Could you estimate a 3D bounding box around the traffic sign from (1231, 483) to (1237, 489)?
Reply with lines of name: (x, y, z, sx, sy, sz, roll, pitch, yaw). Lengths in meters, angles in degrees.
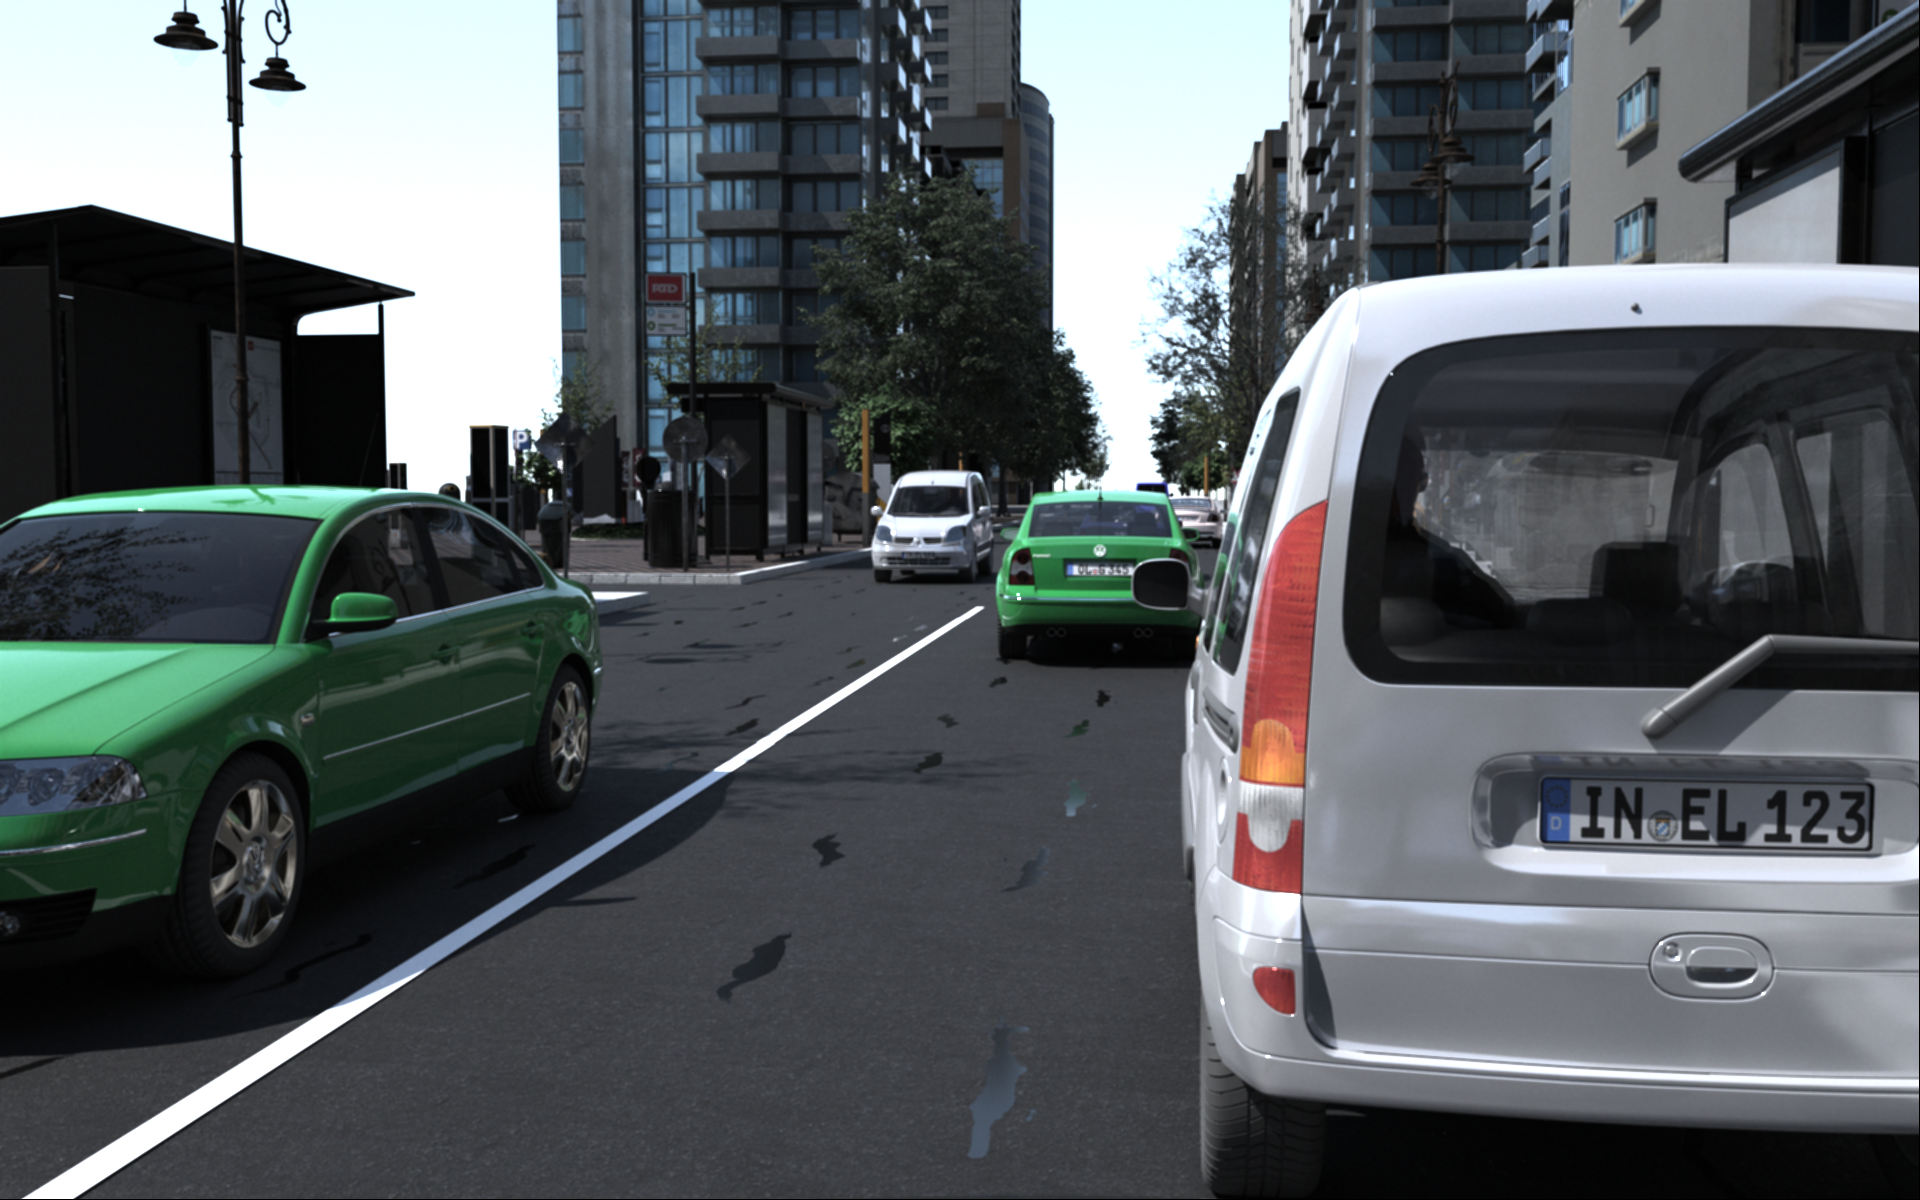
traffic sign: (15.451, -5.934, 97.127, 0.768, 2.556, 0.104, 0, 4, 7)

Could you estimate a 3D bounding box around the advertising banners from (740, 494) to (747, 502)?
advertising banners: (-10.010, -5.330, 83.332, 0.090, 3.025, 2.074, -3, 4, -39)

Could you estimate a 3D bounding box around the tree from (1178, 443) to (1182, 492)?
tree: (23.569, -13.152, 165.396, 4.360, 8.622, 3.978, 0, 3, 0)

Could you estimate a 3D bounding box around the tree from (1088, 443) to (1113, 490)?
tree: (14.612, -15.212, 199.072, 4.737, 8.622, 4.395, 0, 3, 0)

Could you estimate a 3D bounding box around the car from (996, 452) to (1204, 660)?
car: (1.328, -0.467, 16.427, 1.959, 1.807, 4.718, 0, 4, 5)

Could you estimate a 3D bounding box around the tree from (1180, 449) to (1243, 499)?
tree: (16.631, -7.884, 112.612, 4.285, 4.588, 4.351, 0, 3, 0)

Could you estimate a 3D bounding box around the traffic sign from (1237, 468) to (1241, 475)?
traffic sign: (14.026, -5.300, 86.660, 0.884, 2.594, 0.081, 1, 4, 14)

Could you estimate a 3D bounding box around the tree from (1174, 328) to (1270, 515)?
tree: (11.522, -7.641, 75.288, 4.737, 8.622, 4.395, 0, 3, 0)

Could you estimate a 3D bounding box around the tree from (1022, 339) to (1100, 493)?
tree: (5.299, -12.401, 120.878, 7.486, 12.596, 7.792, 0, 3, 0)

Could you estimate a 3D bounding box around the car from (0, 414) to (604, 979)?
car: (-2.800, 0.134, 6.601, 1.959, 1.807, 4.718, 0, 4, 7)

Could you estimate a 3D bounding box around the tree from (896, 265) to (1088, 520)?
tree: (1.181, -10.289, 85.225, 9.611, 12.733, 9.660, 0, 3, 0)

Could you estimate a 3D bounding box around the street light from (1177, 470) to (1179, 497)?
street light: (30.378, -16.210, 237.828, 0.468, 5.910, 1.993, 0, 4, 7)

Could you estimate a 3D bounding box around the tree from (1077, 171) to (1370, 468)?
tree: (11.450, -9.515, 65.934, 12.009, 13.543, 11.850, 0, 3, 0)

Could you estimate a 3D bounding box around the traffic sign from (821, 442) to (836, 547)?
traffic sign: (-3.385, -2.555, 41.883, 0.768, 2.556, 0.104, 1, 4, 10)

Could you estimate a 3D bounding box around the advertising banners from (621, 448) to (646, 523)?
advertising banners: (-12.946, -4.265, 65.926, 2.074, 3.025, 0.090, 0, 4, 4)

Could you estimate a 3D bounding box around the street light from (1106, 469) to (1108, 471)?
street light: (21.690, -17.277, 255.270, 0.468, 5.910, 1.993, 0, 4, 7)

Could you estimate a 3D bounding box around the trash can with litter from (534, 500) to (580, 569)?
trash can with litter: (-6.999, -1.122, 29.724, 0.624, 1.170, 1.055, 1, 4, 11)

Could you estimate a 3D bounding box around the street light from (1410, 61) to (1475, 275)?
street light: (5.274, -2.832, 19.091, 0.468, 5.910, 1.993, 0, 4, 7)

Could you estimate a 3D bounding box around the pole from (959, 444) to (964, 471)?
pole: (0.072, -4.697, 70.637, 0.158, 3.312, 0.155, 0, 3, 0)

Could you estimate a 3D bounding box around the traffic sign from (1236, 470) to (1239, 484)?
traffic sign: (14.998, -5.680, 92.979, 0.768, 2.556, 0.104, 0, 4, 8)

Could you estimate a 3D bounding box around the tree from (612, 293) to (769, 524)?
tree: (-9.294, -6.866, 62.628, 4.737, 8.622, 4.395, 0, 3, 0)

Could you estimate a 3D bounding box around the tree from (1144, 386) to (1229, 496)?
tree: (26.771, -18.191, 204.081, 9.857, 13.997, 8.962, 0, 3, 0)

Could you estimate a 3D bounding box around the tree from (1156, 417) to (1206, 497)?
tree: (29.107, -18.459, 227.552, 9.928, 11.665, 9.643, 0, 3, 0)

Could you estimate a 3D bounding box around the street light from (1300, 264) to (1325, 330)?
street light: (7.122, -3.800, 34.925, 0.468, 5.910, 1.993, 0, 4, 7)

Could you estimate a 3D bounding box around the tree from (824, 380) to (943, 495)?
tree: (-2.124, -4.061, 50.113, 4.285, 4.588, 4.351, 0, 3, 0)

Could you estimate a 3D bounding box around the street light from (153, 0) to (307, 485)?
street light: (-5.975, -2.543, 14.371, 0.468, 5.910, 1.993, 0, 4, 7)

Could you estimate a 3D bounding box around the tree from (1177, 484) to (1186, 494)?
tree: (31.291, -15.173, 242.681, 1.663, 3.219, 1.824, 0, 3, 0)

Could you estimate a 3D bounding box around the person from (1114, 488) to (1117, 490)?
person: (10.397, -6.543, 115.607, 1.348, 1.807, 0.705, -1, 4, -13)

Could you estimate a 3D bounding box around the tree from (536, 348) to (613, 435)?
tree: (-19.630, -8.414, 87.929, 4.737, 8.622, 4.395, 0, 3, 0)

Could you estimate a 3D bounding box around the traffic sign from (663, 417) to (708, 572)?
traffic sign: (-4.533, -1.739, 28.536, 0.768, 2.556, 0.104, 0, 4, 8)

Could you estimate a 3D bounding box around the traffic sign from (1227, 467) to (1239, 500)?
traffic sign: (12.721, -4.941, 80.790, 0.884, 2.594, 0.081, 1, 4, 9)

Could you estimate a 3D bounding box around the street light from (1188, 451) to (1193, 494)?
street light: (21.008, -11.175, 155.497, 0.468, 5.910, 1.993, 0, 4, 7)

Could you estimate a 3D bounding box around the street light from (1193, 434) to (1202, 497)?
street light: (18.282, -9.761, 132.386, 0.468, 5.910, 1.993, 0, 4, 7)

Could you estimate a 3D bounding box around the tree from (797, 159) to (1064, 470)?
tree: (-1.003, -9.715, 65.497, 9.857, 13.997, 8.962, 0, 3, 0)

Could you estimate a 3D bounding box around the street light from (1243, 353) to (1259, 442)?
street light: (9.562, -5.153, 57.038, 0.468, 5.910, 1.993, 0, 4, 7)

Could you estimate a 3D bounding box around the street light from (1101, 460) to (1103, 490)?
street light: (19.054, -15.920, 233.074, 0.468, 5.910, 1.993, 0, 4, 7)

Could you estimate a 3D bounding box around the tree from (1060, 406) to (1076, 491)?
tree: (9.517, -15.251, 159.717, 12.009, 13.543, 11.850, 0, 3, 0)

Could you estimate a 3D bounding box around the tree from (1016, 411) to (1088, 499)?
tree: (4.710, -9.767, 110.050, 4.737, 8.622, 4.395, 0, 3, 0)

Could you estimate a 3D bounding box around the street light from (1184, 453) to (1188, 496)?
street light: (23.580, -12.561, 178.153, 0.468, 5.910, 1.993, 0, 4, 7)

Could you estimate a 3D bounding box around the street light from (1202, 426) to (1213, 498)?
street light: (15.684, -8.349, 109.299, 0.468, 5.910, 1.993, 0, 4, 7)

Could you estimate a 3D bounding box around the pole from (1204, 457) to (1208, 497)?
pole: (13.417, -6.147, 94.343, 0.158, 3.312, 0.155, 0, 3, 0)

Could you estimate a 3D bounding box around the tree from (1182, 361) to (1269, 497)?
tree: (14.465, -8.533, 89.882, 4.360, 8.622, 3.978, 0, 3, 0)

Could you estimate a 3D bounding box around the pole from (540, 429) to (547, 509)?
pole: (-13.004, -3.686, 54.102, 0.158, 3.312, 0.155, 0, 3, 0)

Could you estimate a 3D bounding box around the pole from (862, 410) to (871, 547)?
pole: (-2.266, -2.940, 41.906, 0.158, 3.312, 0.155, 0, 3, 0)

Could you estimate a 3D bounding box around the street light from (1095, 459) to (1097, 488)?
street light: (16.488, -14.568, 210.975, 0.468, 5.910, 1.993, 0, 4, 7)

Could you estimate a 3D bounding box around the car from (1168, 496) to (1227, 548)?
car: (6.272, -2.152, 47.550, 2.083, 1.381, 4.827, 0, 4, 8)

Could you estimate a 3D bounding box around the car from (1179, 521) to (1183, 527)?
car: (2.903, -1.076, 30.173, 1.945, 1.354, 3.894, 0, 4, 6)

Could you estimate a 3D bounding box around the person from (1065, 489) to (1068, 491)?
person: (6.674, -6.003, 107.439, 1.217, 1.735, 0.721, -2, 4, -29)

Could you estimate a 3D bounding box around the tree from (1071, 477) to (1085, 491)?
tree: (13.361, -12.021, 191.142, 1.663, 3.219, 1.824, 0, 3, 0)

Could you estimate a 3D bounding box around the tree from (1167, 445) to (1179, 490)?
tree: (24.644, -14.384, 185.547, 4.360, 8.622, 3.978, 0, 3, 0)

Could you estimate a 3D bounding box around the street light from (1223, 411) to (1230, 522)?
street light: (12.152, -6.504, 79.134, 0.468, 5.910, 1.993, 0, 4, 7)

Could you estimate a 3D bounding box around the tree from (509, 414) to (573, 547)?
tree: (-10.043, -2.912, 42.207, 1.663, 3.219, 1.824, 0, 3, 0)

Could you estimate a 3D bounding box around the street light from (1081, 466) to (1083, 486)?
street light: (12.157, -12.209, 172.404, 0.468, 5.910, 1.993, 0, 4, 7)

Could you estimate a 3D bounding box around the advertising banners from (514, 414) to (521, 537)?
advertising banners: (-9.994, -2.621, 39.045, 0.090, 3.025, 2.074, -1, 4, -12)
